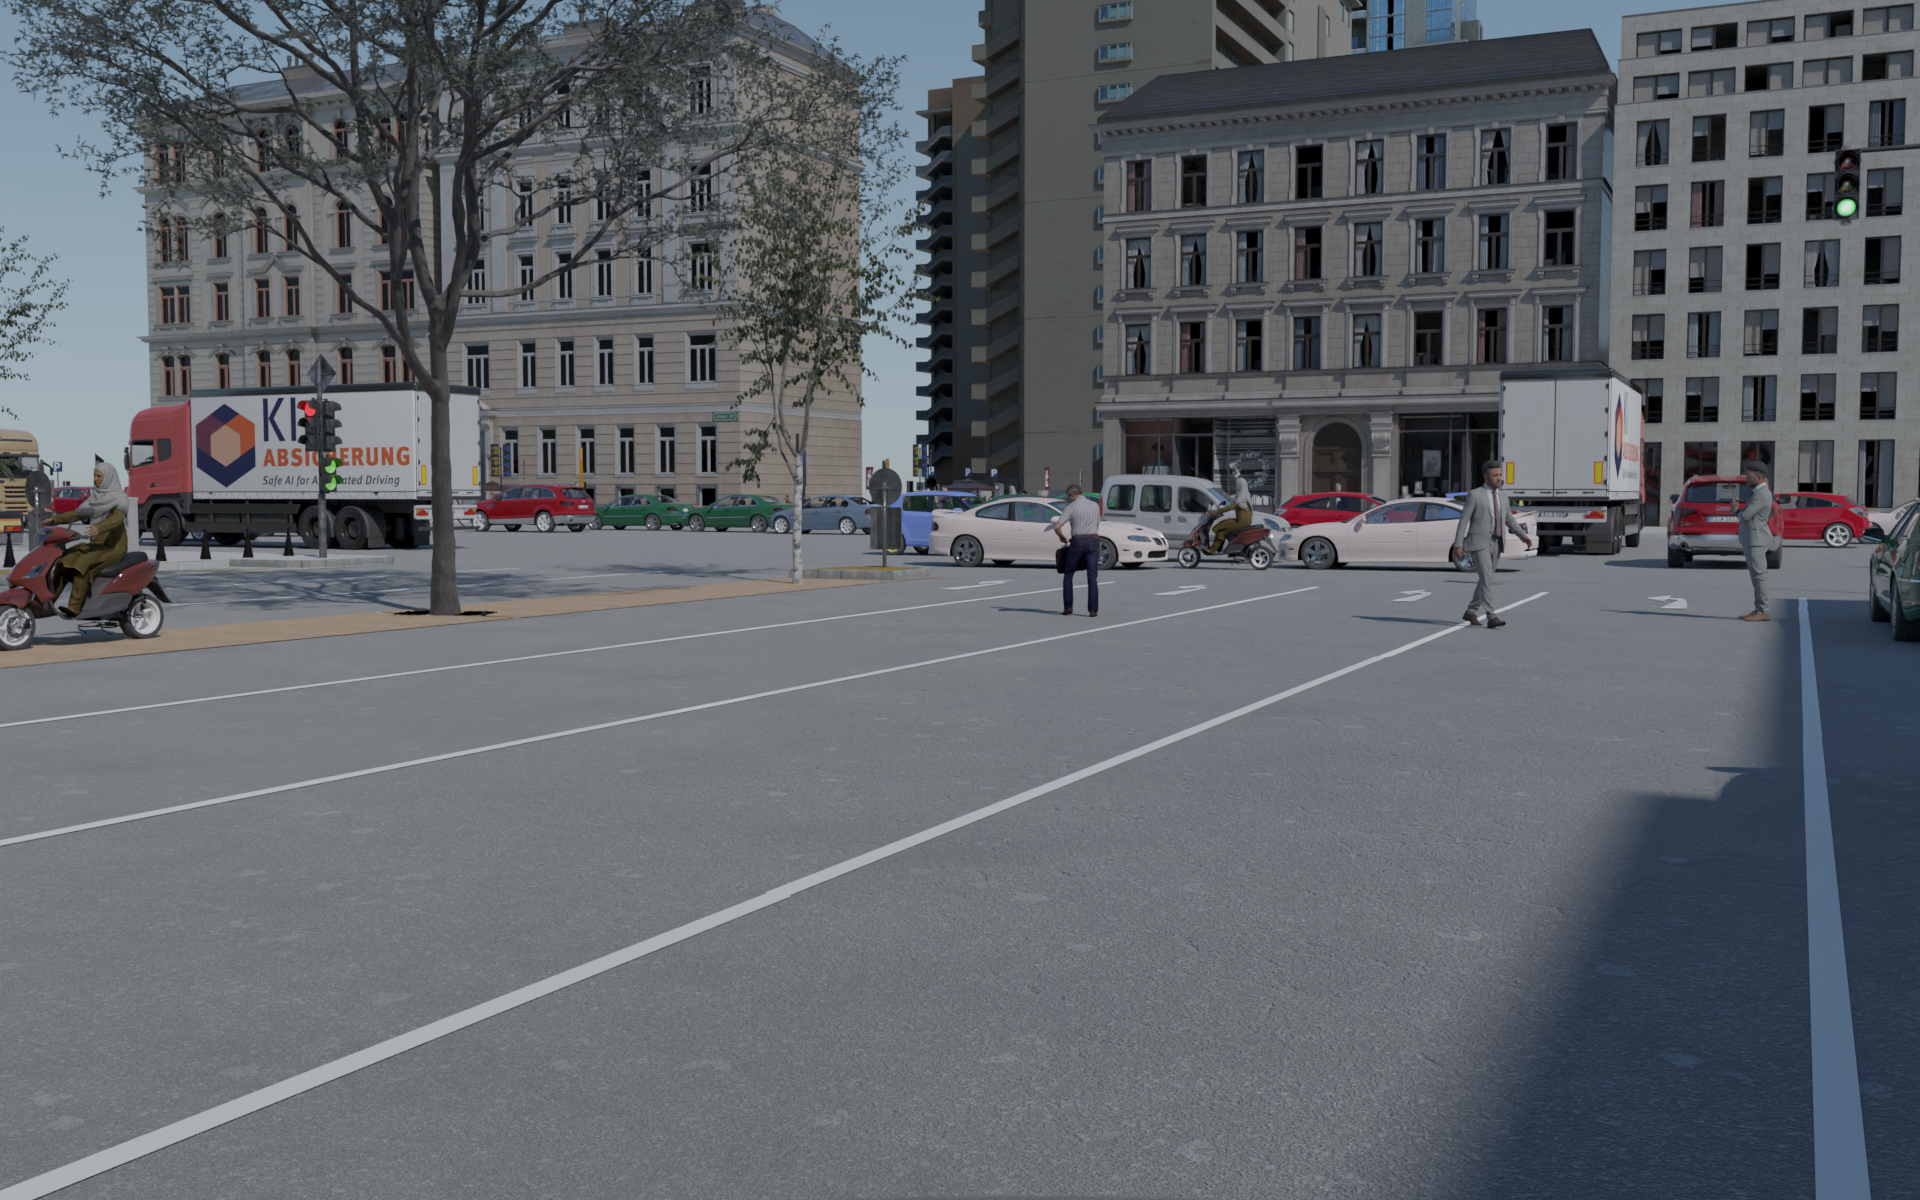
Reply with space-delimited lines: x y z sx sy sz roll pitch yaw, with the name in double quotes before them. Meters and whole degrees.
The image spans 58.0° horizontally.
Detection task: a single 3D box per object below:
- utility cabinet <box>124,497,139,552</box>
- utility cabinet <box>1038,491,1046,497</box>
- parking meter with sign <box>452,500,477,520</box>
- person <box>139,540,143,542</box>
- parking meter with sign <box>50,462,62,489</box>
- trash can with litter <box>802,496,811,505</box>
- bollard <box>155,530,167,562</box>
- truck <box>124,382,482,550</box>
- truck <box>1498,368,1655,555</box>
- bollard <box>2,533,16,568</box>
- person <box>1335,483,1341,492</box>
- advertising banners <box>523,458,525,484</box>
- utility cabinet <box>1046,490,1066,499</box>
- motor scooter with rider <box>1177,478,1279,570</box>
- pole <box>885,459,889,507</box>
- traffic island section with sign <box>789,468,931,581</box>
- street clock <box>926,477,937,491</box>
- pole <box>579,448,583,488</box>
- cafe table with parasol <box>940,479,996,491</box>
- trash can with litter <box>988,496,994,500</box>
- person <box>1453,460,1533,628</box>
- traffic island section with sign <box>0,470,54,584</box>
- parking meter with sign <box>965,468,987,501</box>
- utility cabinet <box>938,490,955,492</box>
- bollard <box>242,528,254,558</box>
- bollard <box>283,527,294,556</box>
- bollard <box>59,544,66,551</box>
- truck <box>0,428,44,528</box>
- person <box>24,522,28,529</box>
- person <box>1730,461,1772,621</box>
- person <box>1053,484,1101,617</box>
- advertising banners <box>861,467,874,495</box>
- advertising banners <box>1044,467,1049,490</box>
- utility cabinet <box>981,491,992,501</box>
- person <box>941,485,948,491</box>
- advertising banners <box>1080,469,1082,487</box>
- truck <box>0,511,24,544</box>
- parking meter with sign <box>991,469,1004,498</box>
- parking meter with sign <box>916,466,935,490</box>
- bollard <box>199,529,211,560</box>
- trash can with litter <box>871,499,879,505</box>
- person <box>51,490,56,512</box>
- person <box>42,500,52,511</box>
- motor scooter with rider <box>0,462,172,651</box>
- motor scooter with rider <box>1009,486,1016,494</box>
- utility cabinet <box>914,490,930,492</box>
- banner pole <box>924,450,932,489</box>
"utility cabinet" -17.010 -1.453 34.916 1.020 1.237 0.306 2 4 30
"utility cabinet" 5.501 -6.256 110.965 0.318 1.500 1.173 3 5 41
"parking meter with sign" -24.168 -5.442 85.230 1.738 3.016 0.543 -2 4 -34
"person" -24.688 -2.600 51.739 0.376 1.734 0.841 1 4 10
"parking meter with sign" -48.885 -5.896 92.666 0.543 3.016 1.738 1 4 16
"trash can with litter" -6.988 -3.935 75.399 2.233 1.210 1.678 2 4 30
"bollard" -15.234 -1.037 33.004 0.229 0.601 0.229 0 3 0
"truck" -18.092 -3.531 46.644 11.283 4.237 2.839 2 4 25
"truck" 15.766 -3.366 43.950 2.839 4.237 11.283 2 4 26
"bollard" -16.584 -0.867 30.213 0.229 0.601 0.229 0 3 0
"person" 10.849 -2.535 50.626 0.598 1.740 0.731 3 5 44
"advertising banners" -21.068 -5.374 84.047 0.090 3.025 2.074 -1 4 -18
"utility cabinet" 5.272 -5.068 91.536 1.173 1.500 0.318 1 4 21
"motor scooter with rider" 5.085 -1.459 32.827 1.986 1.779 0.876 2 4 26
"pole" -4.170 -6.453 99.347 0.158 3.312 0.155 0 3 0
"traffic island section with sign" -1.572 -1.321 29.733 2.006 1.907 1.989 2 4 26
"street clock" -1.203 -4.202 73.277 0.471 2.002 0.358 0 4 1
"pole" -16.638 -5.030 76.087 0.158 3.312 0.155 0 3 0
"cafe table with parasol" 0.367 -4.428 77.271 2.610 1.966 2.610 -1 4 -8
"trash can with litter" 2.248 -7.369 131.863 0.624 1.170 1.055 -3 4 -36
"person" 5.677 -0.603 18.637 0.678 1.792 0.850 -1 4 -23
"traffic island section with sign" -15.644 -1.202 28.277 1.989 1.847 2.006 2 4 26
"parking meter with sign" 1.103 -7.357 116.540 0.543 3.016 1.738 3 5 41
"utility cabinet" -0.683 -5.602 100.266 1.173 1.500 0.318 1 4 10
"bollard" -14.338 -1.151 34.864 0.229 0.601 0.229 0 3 0
"bollard" -13.883 -1.209 35.806 0.229 0.601 0.229 0 3 0
"bollard" -16.131 -0.923 31.138 0.229 0.601 0.229 0 3 0
"truck" -38.867 -4.658 65.080 11.283 4.237 2.839 2 4 24
"person" -37.984 -3.789 70.853 0.834 1.777 0.661 1 4 11
"person" 8.961 -0.671 19.646 0.466 1.800 0.511 1 4 8
"person" 1.367 -0.589 20.347 0.614 1.554 0.590 -1 4 -20
"advertising banners" -6.532 -7.010 110.803 2.074 3.025 0.090 0 4 8
"advertising banners" 6.147 -7.135 112.841 0.090 3.025 2.074 3 5 44
"utility cabinet" 1.847 -7.656 133.862 1.173 1.500 0.318 0 4 -4
"person" -0.618 -3.434 65.094 0.568 1.767 0.683 -1 4 -11
"advertising banners" 8.265 -7.698 122.055 0.090 3.025 2.074 -1 4 -14
"truck" -35.383 -3.770 51.400 18.799 4.110 2.967 2 4 24
"parking meter with sign" 2.736 -7.571 120.043 0.543 3.016 1.738 2 4 27
"parking meter with sign" -2.385 -6.920 109.395 0.543 3.016 1.738 -3 5 -42
"bollard" -14.785 -1.094 33.928 0.229 0.601 0.229 0 3 0
"trash can with litter" -4.876 -5.654 103.837 0.624 1.170 1.055 -3 5 -40
"person" -39.798 -4.017 75.879 0.444 1.614 0.593 1 4 9
"person" -30.515 -3.017 57.957 0.434 1.807 0.598 0 4 -5
"motor scooter with rider" -8.356 -0.456 16.417 0.876 1.779 1.986 2 4 24
"motor scooter with rider" 1.716 -3.392 64.425 1.986 1.779 0.876 2 4 24
"utility cabinet" -2.191 -5.761 102.872 1.173 1.500 0.318 2 4 29
"banner pole" -1.807 -6.667 99.019 0.401 3.779 0.863 2 4 33
